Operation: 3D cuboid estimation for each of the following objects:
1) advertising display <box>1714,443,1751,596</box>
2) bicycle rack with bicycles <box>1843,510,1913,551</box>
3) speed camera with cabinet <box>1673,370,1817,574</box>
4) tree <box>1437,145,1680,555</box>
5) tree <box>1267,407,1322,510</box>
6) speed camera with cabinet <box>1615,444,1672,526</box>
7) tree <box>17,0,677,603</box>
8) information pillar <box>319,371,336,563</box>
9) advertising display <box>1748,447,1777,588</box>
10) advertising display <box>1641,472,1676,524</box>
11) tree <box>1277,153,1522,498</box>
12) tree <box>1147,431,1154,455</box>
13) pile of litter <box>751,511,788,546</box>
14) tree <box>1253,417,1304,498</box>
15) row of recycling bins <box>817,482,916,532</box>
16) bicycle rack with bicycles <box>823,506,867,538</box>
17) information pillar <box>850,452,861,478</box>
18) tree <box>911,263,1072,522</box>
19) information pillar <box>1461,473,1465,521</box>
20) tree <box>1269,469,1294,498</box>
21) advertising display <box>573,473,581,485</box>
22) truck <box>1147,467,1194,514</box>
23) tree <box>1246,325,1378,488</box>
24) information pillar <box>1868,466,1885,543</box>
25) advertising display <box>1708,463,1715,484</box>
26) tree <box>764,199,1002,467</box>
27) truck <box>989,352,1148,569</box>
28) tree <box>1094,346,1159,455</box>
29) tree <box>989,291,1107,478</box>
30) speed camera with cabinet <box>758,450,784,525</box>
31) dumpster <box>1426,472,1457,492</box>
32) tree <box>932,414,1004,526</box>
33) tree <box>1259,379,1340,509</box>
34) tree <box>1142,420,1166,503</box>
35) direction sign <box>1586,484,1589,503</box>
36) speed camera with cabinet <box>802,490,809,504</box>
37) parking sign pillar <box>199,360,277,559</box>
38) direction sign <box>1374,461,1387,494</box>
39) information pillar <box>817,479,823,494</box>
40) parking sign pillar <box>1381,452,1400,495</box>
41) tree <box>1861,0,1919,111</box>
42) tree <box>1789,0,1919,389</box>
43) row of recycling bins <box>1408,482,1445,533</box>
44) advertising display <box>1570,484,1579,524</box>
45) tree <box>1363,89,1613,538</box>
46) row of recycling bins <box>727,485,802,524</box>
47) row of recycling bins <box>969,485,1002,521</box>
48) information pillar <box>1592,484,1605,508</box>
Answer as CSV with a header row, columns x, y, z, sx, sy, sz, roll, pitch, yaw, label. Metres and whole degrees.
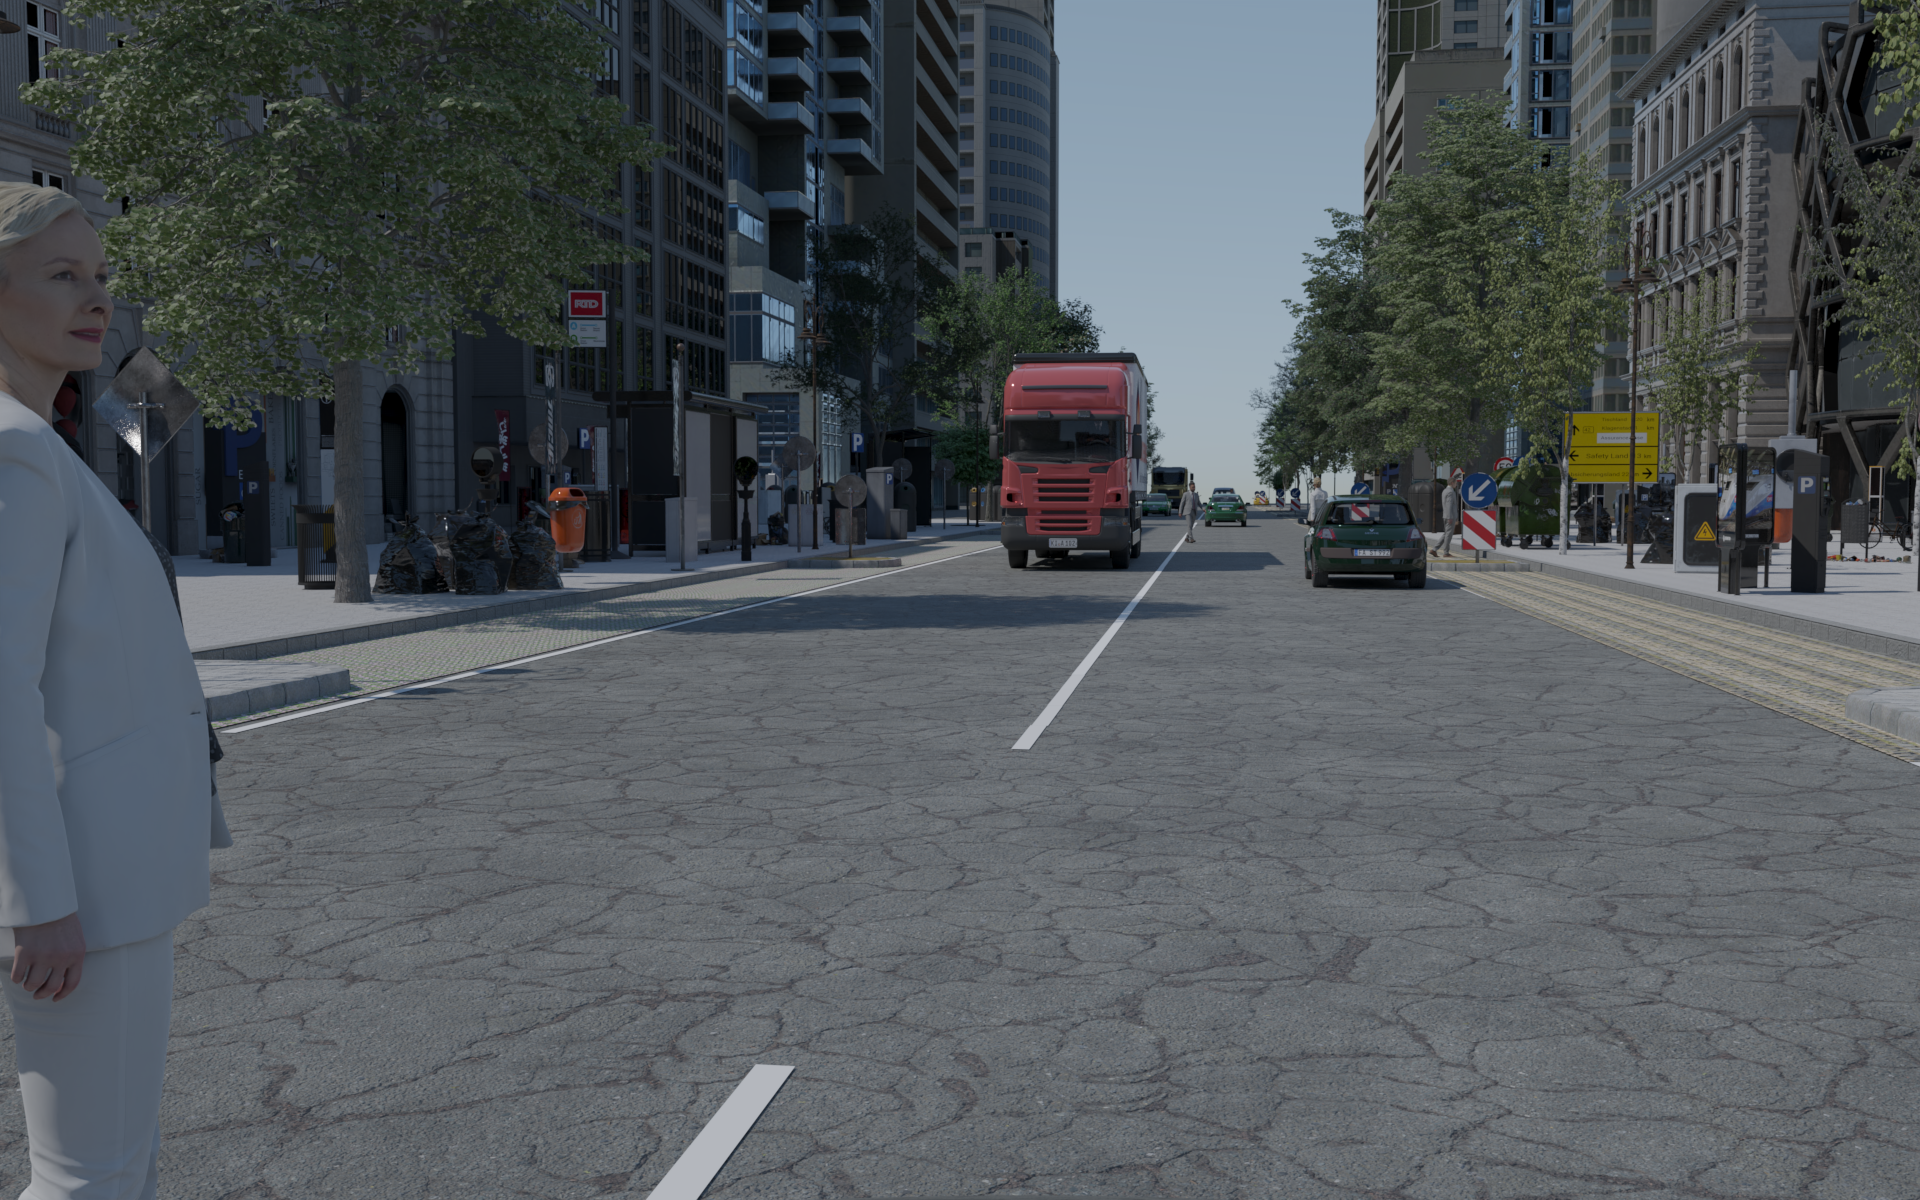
x,y,z,sx,sy,sz,roll,pitch,yaw,label
9.911,-1.043,22.271,0.123,1.923,0.974,1,4,10,advertising display
22.030,-1.626,39.971,2.925,0.926,2.852,-1,4,-16,bicycle rack with bicycles
12.608,-2.049,27.843,2.038,3.252,0.660,1,4,22,speed camera with cabinet
12.540,-5.266,36.462,4.737,8.622,4.395,0,3,0,tree
27.805,-11.546,139.139,4.360,8.622,3.978,0,3,0,tree
27.055,-4.534,68.474,2.038,3.252,0.660,3,4,37,speed camera with cabinet
-6.842,-6.228,19.963,7.486,12.596,7.792,0,3,0,tree
-11.651,-2.498,32.198,0.504,3.616,0.183,0,4,5,information pillar
10.715,-1.123,23.575,0.974,1.923,0.123,-2,4,-27,advertising display
20.860,-2.847,51.770,0.974,1.923,0.123,1,4,15,advertising display
17.185,-9.797,66.836,9.857,13.997,8.962,0,3,0,tree
16.146,-15.352,176.762,9.928,11.665,9.643,0,3,0,tree
-4.894,-1.821,43.732,1.176,0.858,1.719,2,4,24,pile of litter
43.307,-19.211,232.222,7.486,12.596,7.792,0,3,0,tree
-3.194,-3.185,59.193,3.534,1.692,1.069,1,4,14,row of recycling bins
-3.227,-2.344,51.712,2.925,0.926,2.852,0,4,6,bicycle rack with bicycles
-4.055,-4.625,66.975,0.504,3.616,0.183,3,4,38,information pillar
1.332,-9.380,79.110,9.928,11.665,9.643,0,3,0,tree
17.421,-3.360,59.435,0.304,2.012,0.304,-2,4,-26,information pillar
41.266,-14.605,222.510,4.285,4.588,4.351,0,3,0,tree
-11.684,-2.915,52.882,0.123,1.923,0.974,0,4,-6,advertising display
15.161,-7.909,125.231,3.469,3.379,9.791,0,4,8,truck
25.187,-12.912,121.485,12.009,13.543,11.850,0,3,0,tree
24.211,-2.525,45.769,0.304,2.012,0.304,3,5,42,information pillar
15.881,-1.909,36.424,0.123,1.923,0.974,2,4,34,advertising display
-2.307,-7.323,54.145,8.767,10.594,7.601,2,4,30,tree
2.572,-2.922,36.685,2.839,4.237,11.283,0,4,8,truck
12.357,-14.822,149.002,9.857,13.997,8.962,0,3,0,tree
5.415,-11.062,97.877,9.611,12.733,9.660,0,3,0,tree
-8.373,-4.800,72.812,0.660,3.252,2.038,2,4,33,speed camera with cabinet
21.387,-4.581,77.391,1.502,2.255,1.985,1,4,8,dumpster
0.394,-5.280,70.040,4.285,4.588,4.351,0,3,0,tree
30.295,-13.601,148.129,9.928,11.665,9.643,0,3,0,tree
14.495,-13.791,159.901,8.767,10.594,7.601,0,4,-6,tree
24.053,-4.548,66.360,0.379,3.537,0.876,1,4,12,direction sign
-7.687,-5.096,77.654,2.038,3.252,0.660,2,4,23,speed camera with cabinet
-14.460,-2.821,34.600,1.447,3.967,1.447,1,4,17,parking sign pillar
18.535,-5.159,76.348,0.876,3.537,0.379,-3,5,-40,direction sign
-6.687,-4.749,82.130,0.304,2.012,0.304,2,4,26,information pillar
20.824,-5.785,83.059,1.447,3.967,1.447,1,4,9,parking sign pillar
9.449,-3.939,14.766,4.737,8.622,4.395,0,3,0,tree
14.318,-4.549,24.734,4.360,8.622,3.978,0,3,0,tree
15.920,-3.190,59.275,1.069,1.692,3.534,0,4,7,row of recycling bins
25.753,-4.182,73.593,0.974,1.923,0.123,1,4,23,advertising display
14.978,-8.023,49.298,7.486,12.596,7.792,0,3,0,tree
-8.557,-4.202,75.819,3.534,1.692,1.069,1,4,15,row of recycling bins
1.581,-4.678,83.591,1.069,1.692,3.534,-2,4,-30,row of recycling bins
19.867,-3.022,53.909,0.304,2.012,0.304,0,3,0,information pillar
